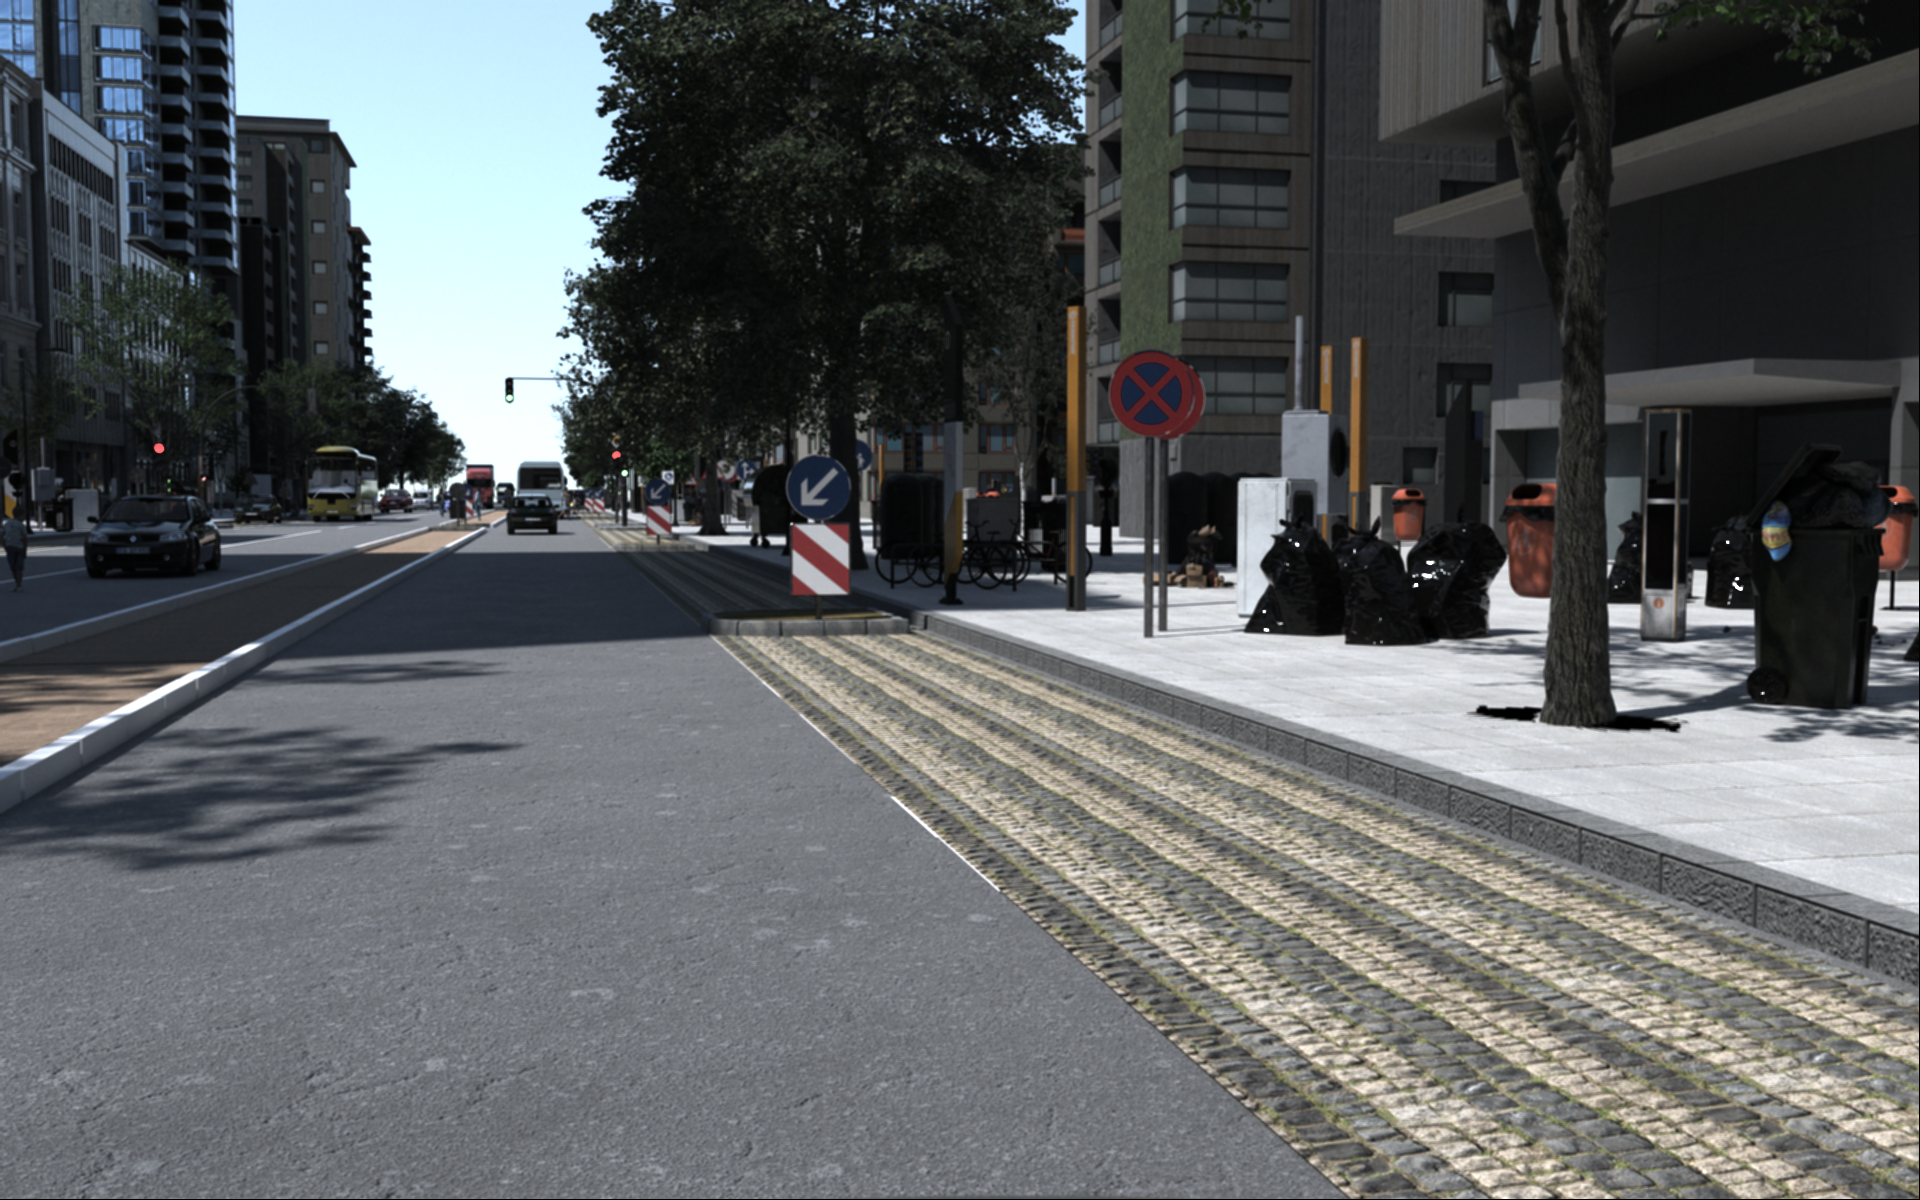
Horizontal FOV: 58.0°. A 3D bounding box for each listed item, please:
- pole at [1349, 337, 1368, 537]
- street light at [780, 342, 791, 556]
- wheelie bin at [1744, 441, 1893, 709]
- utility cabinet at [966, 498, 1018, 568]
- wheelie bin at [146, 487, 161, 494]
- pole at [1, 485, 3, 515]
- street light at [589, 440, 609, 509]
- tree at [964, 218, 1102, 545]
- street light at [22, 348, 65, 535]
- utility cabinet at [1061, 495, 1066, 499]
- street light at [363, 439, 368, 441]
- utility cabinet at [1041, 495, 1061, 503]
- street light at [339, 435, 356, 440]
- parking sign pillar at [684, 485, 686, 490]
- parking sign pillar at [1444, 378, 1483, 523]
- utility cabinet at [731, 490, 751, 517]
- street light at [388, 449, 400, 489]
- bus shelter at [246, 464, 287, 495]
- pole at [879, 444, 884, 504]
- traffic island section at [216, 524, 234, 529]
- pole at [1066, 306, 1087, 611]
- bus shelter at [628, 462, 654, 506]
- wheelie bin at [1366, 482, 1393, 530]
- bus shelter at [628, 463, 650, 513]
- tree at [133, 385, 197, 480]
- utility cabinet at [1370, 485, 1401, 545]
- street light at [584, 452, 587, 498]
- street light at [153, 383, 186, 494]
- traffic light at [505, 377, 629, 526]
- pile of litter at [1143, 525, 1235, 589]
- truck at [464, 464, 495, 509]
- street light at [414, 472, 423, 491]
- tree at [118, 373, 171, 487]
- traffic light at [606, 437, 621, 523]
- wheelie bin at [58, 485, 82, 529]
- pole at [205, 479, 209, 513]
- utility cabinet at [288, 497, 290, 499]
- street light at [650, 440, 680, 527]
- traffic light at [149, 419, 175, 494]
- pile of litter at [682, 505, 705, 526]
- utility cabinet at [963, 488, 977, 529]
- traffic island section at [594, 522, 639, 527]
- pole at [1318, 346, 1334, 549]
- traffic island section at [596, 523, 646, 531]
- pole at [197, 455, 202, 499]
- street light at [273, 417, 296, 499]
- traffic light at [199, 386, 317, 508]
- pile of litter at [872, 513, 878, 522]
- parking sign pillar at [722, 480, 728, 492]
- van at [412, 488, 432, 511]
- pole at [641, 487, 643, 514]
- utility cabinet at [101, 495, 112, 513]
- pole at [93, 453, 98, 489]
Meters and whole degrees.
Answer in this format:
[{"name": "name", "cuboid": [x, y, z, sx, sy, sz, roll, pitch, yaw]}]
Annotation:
[{"name": "pole", "cuboid": [5.216, -1.764, 22.690, 0.158, 3.312, 0.155, 0, 3, 0]}, {"name": "street light", "cuboid": [-4.105, -3.875, 35.901, 1.470, 5.913, 1.316, -1, 4, -13]}, {"name": "wheelie bin", "cuboid": [5.265, -0.166, 10.615, 0.693, 1.594, 0.980, 3, 5, 42]}, {"name": "utility cabinet", "cuboid": [0.563, -1.173, 30.335, 0.306, 1.237, 1.020, 3, 5, 45]}, {"name": "wheelie bin", "cuboid": [-34.717, -4.086, 74.711, 0.980, 1.594, 0.693, -1, 4, -17]}, {"name": "pole", "cuboid": [-32.854, -3.995, 59.168, 0.158, 3.312, 0.155, 0, 3, 0]}, {"name": "street light", "cuboid": [-31.053, -10.838, 149.735, 1.470, 5.913, 1.316, -1, 4, -13]}, {"name": "tree", "cuboid": [1.578, -5.654, 42.810, 4.360, 8.622, 3.978, 0, 3, 0]}, {"name": "street light", "cuboid": [-29.044, -5.038, 54.917, 1.470, 5.913, 1.316, -1, 4, -13]}, {"name": "utility cabinet", "cuboid": [5.219, -4.682, 87.716, 1.020, 1.237, 0.306, -2, 4, -30]}, {"name": "street light", "cuboid": [-50.832, -10.656, 146.774, 1.470, 5.913, 1.316, -1, 4, -13]}, {"name": "utility cabinet", "cuboid": [4.359, -4.464, 84.146, 0.306, 1.237, 1.020, -2, 4, -33]}, {"name": "street light", "cuboid": [-48.196, -10.012, 136.233, 1.470, 5.913, 1.316, -1, 4, -13]}, {"name": "parking sign pillar", "cuboid": [-20.465, -8.505, 127.533, 1.447, 3.967, 1.447, 0, 4, -1]}, {"name": "parking sign pillar", "cuboid": [11.887, -3.208, 40.928, 1.447, 3.967, 1.447, 0, 4, -5]}, {"name": "utility cabinet", "cuboid": [-11.794, -5.218, 93.995, 1.173, 1.500, 0.318, 0, 4, 1]}, {"name": "street light", "cuboid": [-58.283, -12.592, 178.415, 1.470, 5.913, 1.316, -1, 4, -13]}, {"name": "bus shelter", "cuboid": [-47.722, -7.658, 119.124, 2.014, 3.302, 5.546, -1, 4, -13]}, {"name": "pole", "cuboid": [-3.206, -4.712, 70.888, 0.158, 3.312, 0.155, 0, 3, 0]}, {"name": "traffic island section", "cuboid": [-31.642, -3.071, 72.499, 2.009, 0.180, 2.903, -1, 4, -13]}, {"name": "pole", "cuboid": [1.274, -1.534, 18.930, 0.158, 3.312, 0.155, 0, 3, 0]}, {"name": "bus shelter", "cuboid": [-23.607, -8.382, 128.335, 1.731, 3.624, 6.357, -1, 4, -13]}, {"name": "wheelie bin", "cuboid": [11.092, -2.291, 45.369, 0.693, 1.594, 0.980, -2, 4, -31]}, {"name": "bus shelter", "cuboid": [-21.935, -8.710, 120.033, 2.179, 5.291, 8.768, -1, 4, -13]}, {"name": "tree", "cuboid": [-52.896, -10.094, 115.405, 4.737, 8.622, 4.395, 0, 3, 0]}, {"name": "utility cabinet", "cuboid": [10.539, -2.091, 42.864, 0.318, 1.500, 1.173, 3, 4, 37]}, {"name": "street light", "cuboid": [-40.906, -13.407, 191.746, 1.470, 5.913, 1.316, -1, 4, -13]}, {"name": "street light", "cuboid": [-33.027, -6.106, 72.377, 1.470, 5.913, 1.316, -1, 4, -13]}, {"name": "traffic light", "cuboid": [-15.323, -5.701, 67.879, 4.771, 5.953, 1.251, -1, 4, -13]}, {"name": "pile of litter", "cuboid": [3.196, -0.626, 24.202, 1.176, 0.858, 1.719, -1, 4, -8]}, {"name": "truck", "cuboid": [-46.111, -10.861, 166.488, 2.839, 4.237, 11.283, -1, 4, -14]}, {"name": "street light", "cuboid": [-65.804, -14.556, 210.526, 1.470, 5.913, 1.316, -1, 4, -13]}, {"name": "tree", "cuboid": [-49.091, -9.519, 105.997, 4.360, 8.622, 3.978, 0, 3, 0]}, {"name": "traffic light", "cuboid": [-15.146, -5.342, 76.269, 0.839, 4.253, 0.868, -1, 4, -13]}, {"name": "wheelie bin", "cuboid": [-32.526, -3.404, 63.558, 0.980, 1.594, 0.693, -3, 4, -37]}, {"name": "pole", "cuboid": [-41.137, -6.158, 94.519, 0.158, 3.312, 0.155, 0, 3, 0]}, {"name": "utility cabinet", "cuboid": [-50.241, -7.221, 129.220, 0.306, 1.237, 1.020, 0, 4, -7]}, {"name": "street light", "cuboid": [-11.771, -5.846, 68.125, 1.470, 5.913, 1.316, -1, 4, -13]}, {"name": "traffic light", "cuboid": [-29.762, -4.629, 64.603, 0.839, 4.253, 0.868, -1, 4, -13]}, {"name": "pile of litter", "cuboid": [-10.356, -3.396, 69.487, 1.719, 0.858, 1.176, -1, 4, -19]}, {"name": "utility cabinet", "cuboid": [0.293, -3.359, 63.592, 0.318, 1.500, 1.173, -1, 4, -16]}, {"name": "traffic island section", "cuboid": [-15.105, -3.310, 76.393, 2.009, 0.180, 2.903, -1, 4, -13]}, {"name": "pole", "cuboid": [5.060, -1.842, 23.952, 0.158, 3.312, 0.155, 0, 3, 0]}, {"name": "traffic island section", "cuboid": [-13.266, -2.834, 68.621, 2.009, 0.180, 2.903, -1, 4, -13]}, {"name": "pole", "cuboid": [-39.295, -5.851, 89.511, 0.158, 3.312, 0.155, 0, 3, 0]}, {"name": "street light", "cuboid": [-40.610, -8.048, 104.119, 1.470, 5.913, 1.316, -1, 4, -13]}, {"name": "traffic light", "cuboid": [-29.585, -6.007, 72.887, 4.771, 5.953, 1.251, -1, 4, -13]}, {"name": "pile of litter", "cuboid": [-3.351, -3.992, 79.233, 1.176, 0.858, 1.719, 3, 5, 44]}, {"name": "parking sign pillar", "cuboid": [-20.165, -9.821, 149.046, 1.447, 3.967, 1.447, -1, 4, -18]}, {"name": "van", "cuboid": [-47.227, -8.864, 151.940, 2.013, 2.044, 4.112, -1, 4, -12]}, {"name": "pole", "cuboid": [-20.660, -7.276, 112.810, 0.158, 3.312, 0.155, 0, 3, 0]}, {"name": "utility cabinet", "cuboid": [-50.927, -5.609, 102.871, 1.020, 1.237, 0.306, 0, 4, 0]}, {"name": "pole", "cuboid": [-42.913, -5.637, 86.012, 0.158, 3.312, 0.155, 0, 3, 0]}]
